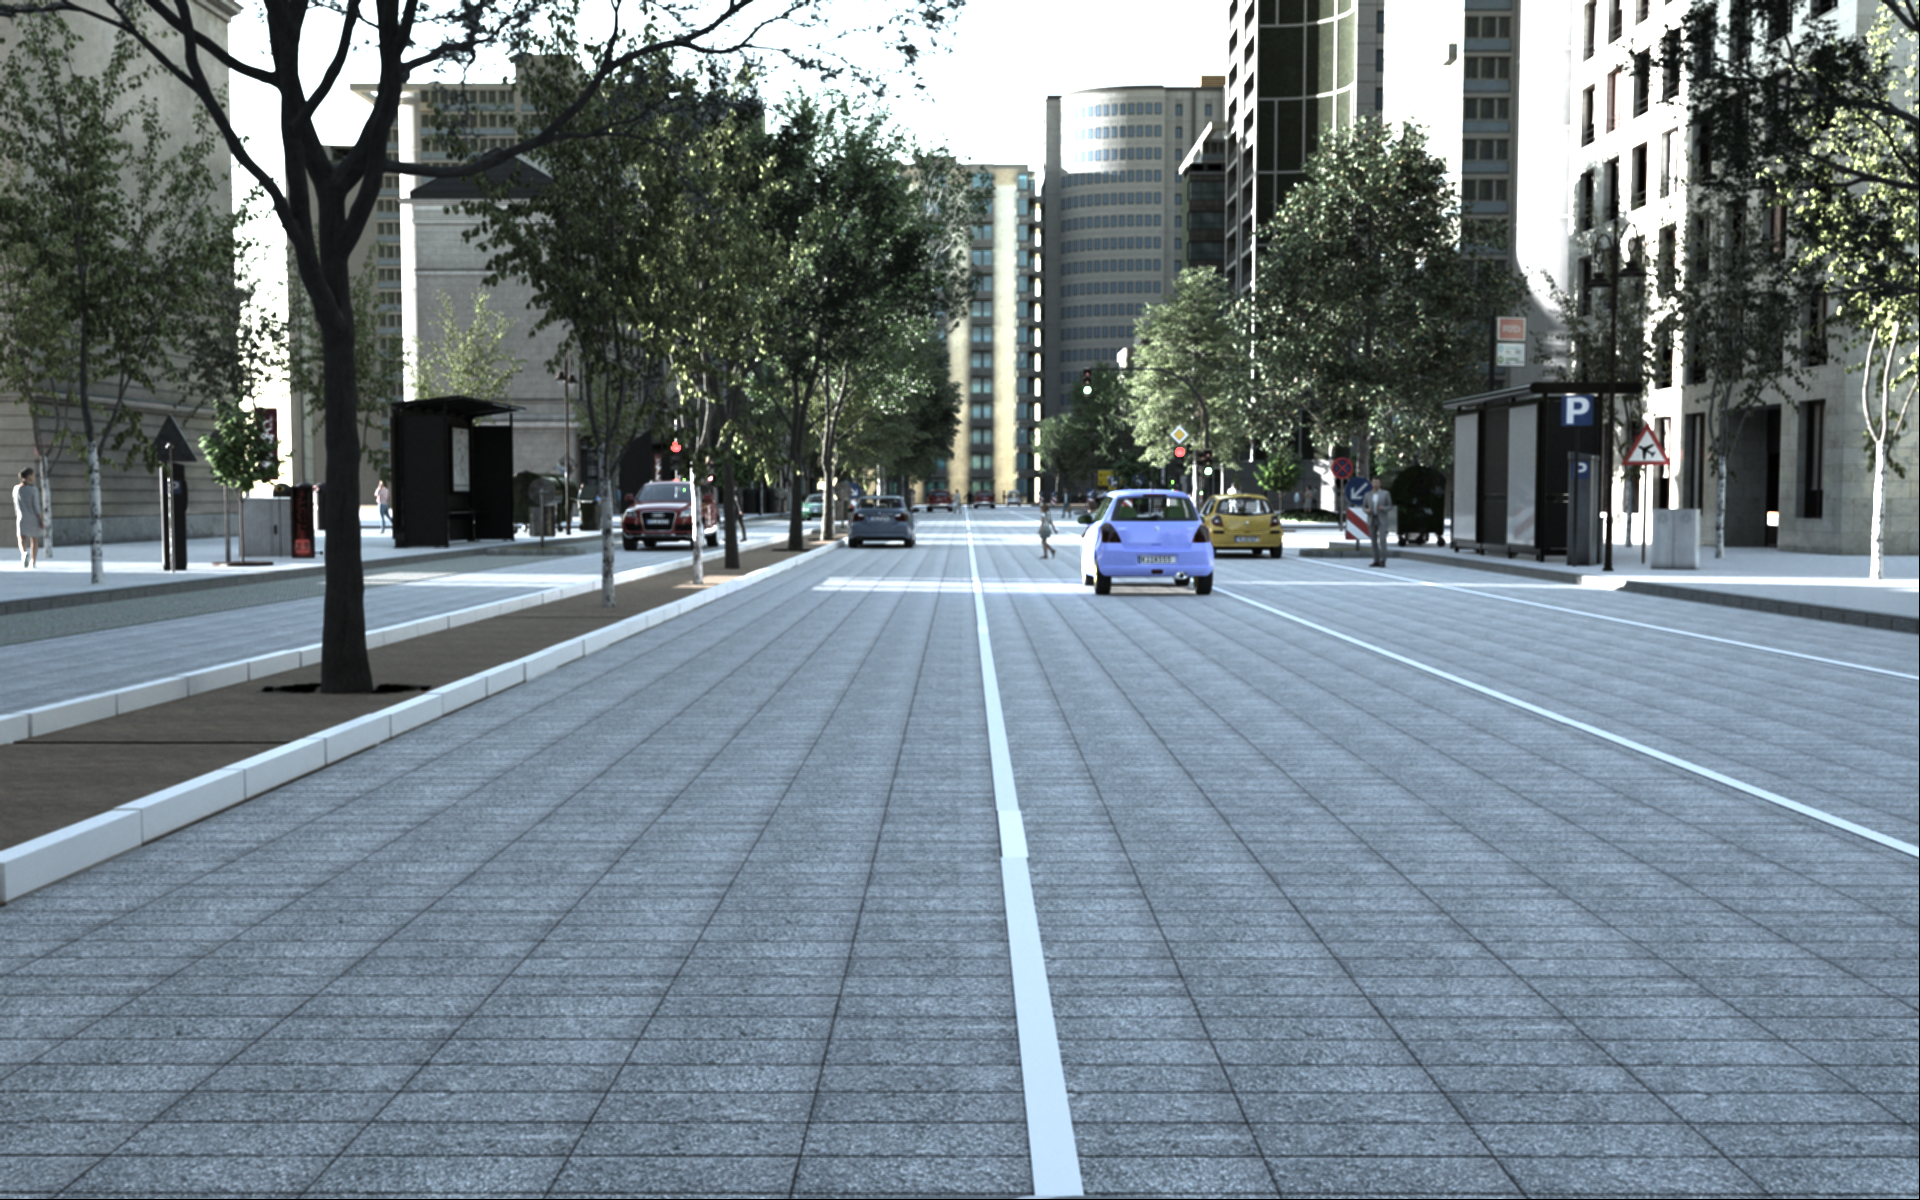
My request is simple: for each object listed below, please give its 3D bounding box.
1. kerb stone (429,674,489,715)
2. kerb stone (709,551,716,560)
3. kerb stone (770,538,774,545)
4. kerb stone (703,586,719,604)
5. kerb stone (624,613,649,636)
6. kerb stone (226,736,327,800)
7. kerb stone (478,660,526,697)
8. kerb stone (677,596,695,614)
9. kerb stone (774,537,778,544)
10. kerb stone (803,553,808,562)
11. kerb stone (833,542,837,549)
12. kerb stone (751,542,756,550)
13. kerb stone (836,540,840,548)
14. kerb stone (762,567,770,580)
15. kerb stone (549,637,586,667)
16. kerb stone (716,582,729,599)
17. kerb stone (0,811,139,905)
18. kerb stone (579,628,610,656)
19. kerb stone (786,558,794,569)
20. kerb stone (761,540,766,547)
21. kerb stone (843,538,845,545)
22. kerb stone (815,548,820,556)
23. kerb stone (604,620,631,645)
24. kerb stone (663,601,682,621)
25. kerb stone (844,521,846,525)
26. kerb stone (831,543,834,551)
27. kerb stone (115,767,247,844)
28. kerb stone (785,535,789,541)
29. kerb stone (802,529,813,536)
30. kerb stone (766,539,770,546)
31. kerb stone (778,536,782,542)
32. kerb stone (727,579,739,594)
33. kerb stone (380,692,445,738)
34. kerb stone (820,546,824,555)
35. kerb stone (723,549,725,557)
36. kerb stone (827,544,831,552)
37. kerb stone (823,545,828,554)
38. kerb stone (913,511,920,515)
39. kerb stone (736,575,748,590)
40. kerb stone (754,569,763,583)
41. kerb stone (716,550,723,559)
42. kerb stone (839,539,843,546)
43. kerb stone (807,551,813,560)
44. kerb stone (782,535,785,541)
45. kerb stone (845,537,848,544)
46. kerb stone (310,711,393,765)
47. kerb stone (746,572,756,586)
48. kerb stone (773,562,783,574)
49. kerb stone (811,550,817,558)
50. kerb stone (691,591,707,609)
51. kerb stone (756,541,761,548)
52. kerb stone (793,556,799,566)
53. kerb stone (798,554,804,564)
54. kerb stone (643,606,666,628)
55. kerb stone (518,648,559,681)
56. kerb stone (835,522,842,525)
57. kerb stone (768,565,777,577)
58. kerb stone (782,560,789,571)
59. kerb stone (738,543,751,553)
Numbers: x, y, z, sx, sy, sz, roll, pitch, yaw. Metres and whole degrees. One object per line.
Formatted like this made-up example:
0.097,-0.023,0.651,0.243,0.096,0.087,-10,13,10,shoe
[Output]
-3.391,0.644,11.668,0.120,0.150,1.000,0,4,0,kerb stone
-5.431,-0.922,37.268,0.120,0.150,1.000,0,4,0,kerb stone
-5.402,-1.611,48.537,0.120,0.150,1.000,0,4,0,kerb stone
-3.363,-0.046,22.949,0.120,0.150,1.000,0,4,0,kerb stone
-3.375,0.268,17.826,0.120,0.150,1.000,0,4,0,kerb stone
-3.395,0.832,8.588,0.120,0.150,1.000,0,4,0,kerb stone
-3.386,0.581,12.697,0.120,0.150,1.000,0,4,0,kerb stone
-3.363,0.085,20.905,0.120,0.150,1.000,0,4,0,kerb stone
-5.395,-1.674,49.570,0.120,0.150,1.000,0,4,0,kerb stone
-3.331,-0.860,36.260,0.120,0.150,1.000,0,4,0,kerb stone
-3.315,-1.360,44.454,0.120,0.150,1.000,0,4,0,kerb stone
-5.408,-1.361,44.444,0.120,0.150,1.000,0,4,0,kerb stone
-3.305,-1.420,45.479,0.120,0.150,1.000,0,4,0,kerb stone
-3.349,-0.421,29.105,0.120,0.150,1.000,0,4,0,kerb stone
-3.379,0.456,14.746,0.120,0.150,1.000,0,4,0,kerb stone
-3.359,-0.109,23.979,0.120,0.150,1.000,0,4,0,kerb stone
-3.388,0.960,6.540,0.120,0.150,1.000,0,4,0,kerb stone
-3.370,0.393,15.772,0.120,0.150,1.000,0,4,0,kerb stone
-3.332,-0.670,33.194,0.120,0.150,1.000,0,4,0,kerb stone
-5.404,-1.486,46.487,0.120,0.150,1.000,0,4,0,kerb stone
-3.310,-1.549,47.524,0.120,0.150,1.000,0,4,0,kerb stone
-3.332,-1.047,39.331,0.120,0.150,1.000,0,4,0,kerb stone
-3.375,0.334,16.804,0.120,0.150,1.000,0,4,0,kerb stone
-3.367,0.145,19.878,0.120,0.150,1.000,0,4,0,kerb stone
-5.335,-3.402,77.822,0.120,0.150,1.000,0,4,0,kerb stone
-3.313,-1.297,43.429,0.120,0.150,1.000,0,4,0,kerb stone
-3.394,0.895,7.566,0.120,0.150,1.000,0,4,0,kerb stone
-5.389,-1.862,52.640,0.120,0.150,1.000,0,4,0,kerb stone
-5.371,-2.364,60.839,0.120,0.150,1.000,0,4,0,kerb stone
-5.406,-1.549,47.516,0.120,0.150,1.000,0,4,0,kerb stone
-5.399,-1.735,50.592,0.120,0.150,1.000,0,4,0,kerb stone
-3.355,-0.172,25.012,0.120,0.150,1.000,0,4,0,kerb stone
-3.388,0.712,10.640,0.120,0.150,1.000,0,4,0,kerb stone
-3.322,-1.103,40.360,0.120,0.150,1.000,0,4,0,kerb stone
-5.423,-1.046,39.312,0.120,0.150,1.000,0,4,0,kerb stone
-3.320,-1.236,42.407,0.120,0.150,1.000,0,4,0,kerb stone
-3.318,-1.168,41.383,0.120,0.150,1.000,0,4,0,kerb stone
-3.131,-6.284,124.943,0.120,0.150,1.000,0,4,0,kerb stone
-3.349,-0.232,26.034,0.120,0.150,1.000,0,4,0,kerb stone
-3.346,-0.360,28.083,0.120,0.150,1.000,0,4,0,kerb stone
-5.421,-0.984,38.290,0.120,0.150,1.000,0,4,0,kerb stone
-3.307,-1.485,46.502,0.120,0.150,1.000,0,4,0,kerb stone
-3.330,-0.923,37.281,0.120,0.150,1.000,0,4,0,kerb stone
-5.397,-1.797,51.614,0.120,0.150,1.000,0,4,0,kerb stone
-3.306,-1.611,48.546,0.120,0.150,1.000,0,4,0,kerb stone
-3.392,0.769,9.618,0.120,0.150,1.000,0,4,0,kerb stone
-3.349,-0.292,27.062,0.120,0.150,1.000,0,4,0,kerb stone
-3.340,-0.548,31.150,0.120,0.150,1.000,0,4,0,kerb stone
-3.325,-0.978,38.309,0.120,0.150,1.000,0,4,0,kerb stone
-3.366,0.023,21.927,0.120,0.150,1.000,0,4,0,kerb stone
-5.409,-1.422,45.466,0.120,0.150,1.000,0,4,0,kerb stone
-3.345,-0.735,34.216,0.120,0.150,1.000,0,4,0,kerb stone
-3.329,-0.795,35.238,0.120,0.150,1.000,0,4,0,kerb stone
-3.370,0.205,18.848,0.120,0.150,1.000,0,4,0,kerb stone
-3.373,0.520,13.725,0.120,0.150,1.000,0,4,0,kerb stone
-5.342,-3.340,76.799,0.120,0.150,1.000,0,4,0,kerb stone
-3.345,-0.477,30.128,0.120,0.150,1.000,0,4,0,kerb stone
-3.342,-0.606,32.172,0.120,0.150,1.000,0,4,0,kerb stone
-5.417,-1.297,43.413,0.120,0.150,1.000,0,4,0,kerb stone
